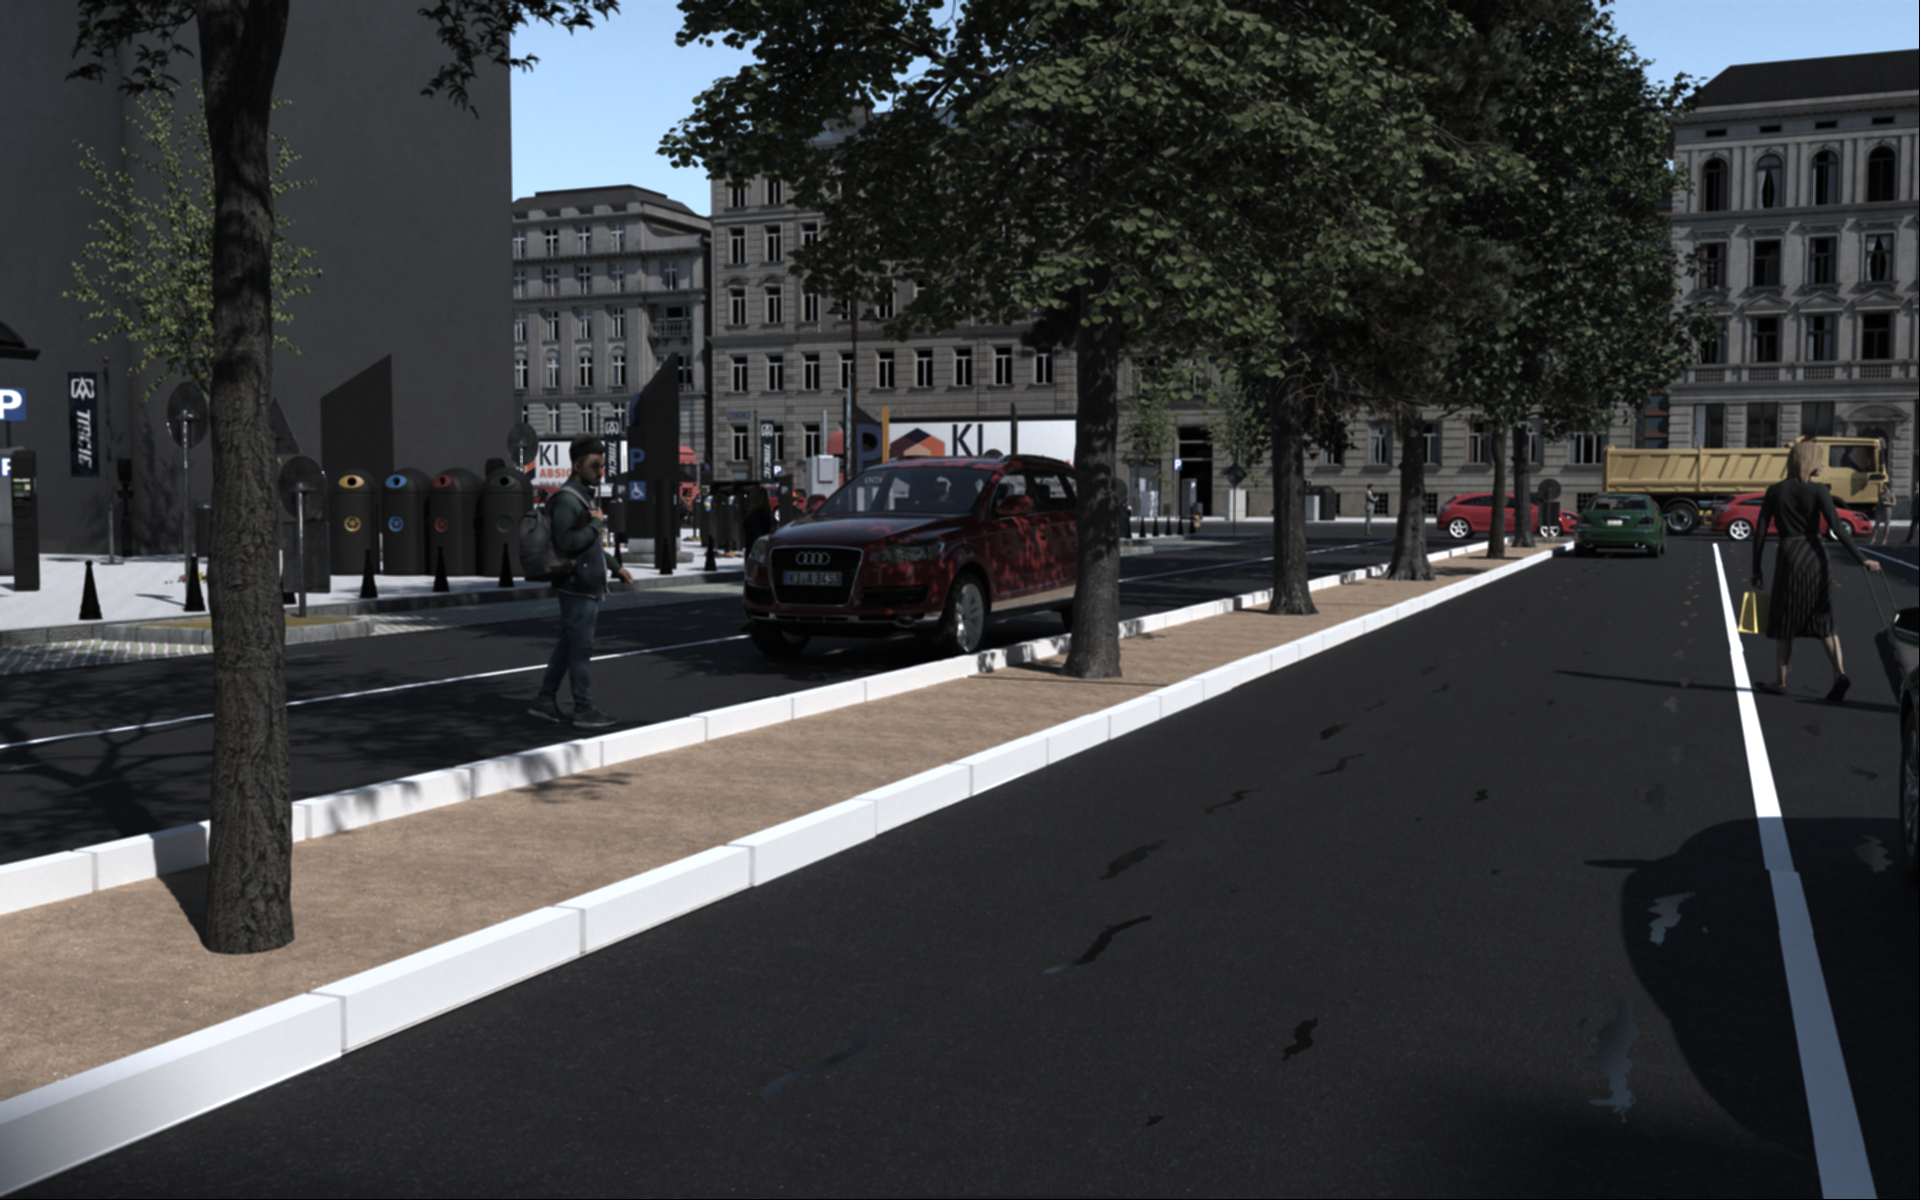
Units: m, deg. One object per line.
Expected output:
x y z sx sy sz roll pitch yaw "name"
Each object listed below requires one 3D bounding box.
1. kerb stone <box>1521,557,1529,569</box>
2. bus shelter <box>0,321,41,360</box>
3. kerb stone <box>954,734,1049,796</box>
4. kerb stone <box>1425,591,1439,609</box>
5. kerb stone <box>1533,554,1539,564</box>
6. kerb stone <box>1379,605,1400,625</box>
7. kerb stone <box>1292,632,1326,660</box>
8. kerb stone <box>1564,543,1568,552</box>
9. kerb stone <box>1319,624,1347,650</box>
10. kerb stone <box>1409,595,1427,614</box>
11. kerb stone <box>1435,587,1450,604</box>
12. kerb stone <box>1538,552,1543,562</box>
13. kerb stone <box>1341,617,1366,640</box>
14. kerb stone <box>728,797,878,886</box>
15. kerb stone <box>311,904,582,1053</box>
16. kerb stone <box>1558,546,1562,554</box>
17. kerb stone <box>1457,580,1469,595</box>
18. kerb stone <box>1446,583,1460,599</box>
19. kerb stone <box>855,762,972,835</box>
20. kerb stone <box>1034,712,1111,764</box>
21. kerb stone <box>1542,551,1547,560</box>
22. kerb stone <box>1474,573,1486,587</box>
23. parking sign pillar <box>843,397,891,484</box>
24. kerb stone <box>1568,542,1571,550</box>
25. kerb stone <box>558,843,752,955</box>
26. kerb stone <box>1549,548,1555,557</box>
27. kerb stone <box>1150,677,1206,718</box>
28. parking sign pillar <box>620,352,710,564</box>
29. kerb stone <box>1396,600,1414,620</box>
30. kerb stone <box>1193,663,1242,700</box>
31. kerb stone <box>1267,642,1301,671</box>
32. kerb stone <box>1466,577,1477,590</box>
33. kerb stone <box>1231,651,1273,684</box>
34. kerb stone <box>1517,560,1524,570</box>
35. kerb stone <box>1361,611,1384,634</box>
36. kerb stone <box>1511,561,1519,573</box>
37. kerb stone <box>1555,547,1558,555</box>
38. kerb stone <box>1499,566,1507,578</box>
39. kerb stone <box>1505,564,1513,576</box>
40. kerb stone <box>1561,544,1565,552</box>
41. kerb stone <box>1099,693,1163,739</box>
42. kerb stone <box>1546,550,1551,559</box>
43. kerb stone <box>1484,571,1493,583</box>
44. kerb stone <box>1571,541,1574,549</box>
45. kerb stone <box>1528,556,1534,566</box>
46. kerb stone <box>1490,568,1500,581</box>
10.791 -0.679 33.303 0.120 0.150 1.000 2 4 23 "kerb stone"
-12.143 -1.412 17.003 2.014 3.302 5.546 1 4 23 "bus shelter"
0.205 0.826 8.697 0.120 0.150 1.000 2 4 23 "kerb stone"
5.904 0.022 21.933 0.120 0.150 1.000 2 4 23 "kerb stone"
11.597 -0.795 35.189 0.120 0.150 1.000 2 4 23 "kerb stone"
4.680 0.194 19.104 0.120 0.150 1.000 2 4 23 "kerb stone"
3.054 0.423 15.322 0.120 0.150 1.000 2 4 23 "kerb stone"
14.855 -1.258 42.759 0.120 0.150 1.000 2 4 23 "kerb stone"
3.458 0.363 16.264 0.120 0.150 1.000 2 4 23 "kerb stone"
5.495 0.074 20.992 0.120 0.150 1.000 2 4 23 "kerb stone"
6.305 -0.039 22.877 0.120 0.150 1.000 2 4 23 "kerb stone"
12.006 -0.852 36.133 0.120 0.150 1.000 2 4 23 "kerb stone"
3.860 0.305 17.212 0.120 0.150 1.000 2 4 23 "kerb stone"
-0.604 0.942 6.802 0.120 0.150 1.000 2 4 23 "kerb stone"
-1.428 1.058 4.915 0.120 0.150 1.000 2 4 23 "kerb stone"
14.038 -1.142 40.861 0.120 0.150 1.000 2 4 23 "kerb stone"
7.120 -0.157 24.765 0.120 0.150 1.000 2 4 23 "kerb stone"
6.712 -0.099 23.819 0.120 0.150 1.000 2 4 23 "kerb stone"
-0.208 0.884 7.748 0.120 0.150 1.000 2 4 23 "kerb stone"
0.609 0.771 9.640 0.120 0.150 1.000 2 4 23 "kerb stone"
12.410 -0.910 37.076 0.120 0.150 1.000 2 4 23 "kerb stone"
7.934 -0.274 26.670 0.120 0.150 1.000 2 4 23 "kerb stone"
-2.578 -3.659 48.294 1.447 3.967 1.447 -2 4 -28 "parking sign pillar"
15.260 -1.316 43.711 0.120 0.150 1.000 2 4 23 "kerb stone"
-1.020 1.003 5.863 0.120 0.150 1.000 2 4 23 "kerb stone"
13.223 -1.026 38.970 0.120 0.150 1.000 2 4 23 "kerb stone"
1.427 0.657 11.533 0.120 0.150 1.000 2 4 23 "kerb stone"
-5.741 -2.691 32.465 1.447 3.967 1.447 1 4 18 "parking sign pillar"
5.090 0.136 20.050 0.120 0.150 1.000 2 4 23 "kerb stone"
1.832 0.595 12.476 0.120 0.150 1.000 2 4 23 "kerb stone"
2.645 0.482 14.381 0.120 0.150 1.000 2 4 23 "kerb stone"
7.519 -0.209 25.717 0.120 0.150 1.000 2 4 23 "kerb stone"
2.234 0.536 13.434 0.120 0.150 1.000 2 4 23 "kerb stone"
10.375 -0.614 32.353 0.120 0.150 1.000 2 4 23 "kerb stone"
4.273 0.247 18.154 0.120 0.150 1.000 2 4 23 "kerb stone"
9.967 -0.560 31.393 0.120 0.150 1.000 2 4 23 "kerb stone"
13.632 -1.082 39.920 0.120 0.150 1.000 2 4 23 "kerb stone"
9.156 -0.447 29.508 0.120 0.150 1.000 2 4 23 "kerb stone"
9.561 -0.502 30.451 0.120 0.150 1.000 2 4 23 "kerb stone"
14.445 -1.200 41.815 0.120 0.150 1.000 2 4 23 "kerb stone"
1.021 0.716 10.580 0.120 0.150 1.000 2 4 23 "kerb stone"
12.815 -0.968 38.025 0.120 0.150 1.000 2 4 23 "kerb stone"
8.338 -0.329 27.614 0.120 0.150 1.000 2 4 23 "kerb stone"
15.665 -1.374 44.661 0.120 0.150 1.000 2 4 23 "kerb stone"
11.195 -0.737 34.246 0.120 0.150 1.000 2 4 23 "kerb stone"
8.751 -0.387 28.563 0.120 0.150 1.000 2 4 23 "kerb stone"
